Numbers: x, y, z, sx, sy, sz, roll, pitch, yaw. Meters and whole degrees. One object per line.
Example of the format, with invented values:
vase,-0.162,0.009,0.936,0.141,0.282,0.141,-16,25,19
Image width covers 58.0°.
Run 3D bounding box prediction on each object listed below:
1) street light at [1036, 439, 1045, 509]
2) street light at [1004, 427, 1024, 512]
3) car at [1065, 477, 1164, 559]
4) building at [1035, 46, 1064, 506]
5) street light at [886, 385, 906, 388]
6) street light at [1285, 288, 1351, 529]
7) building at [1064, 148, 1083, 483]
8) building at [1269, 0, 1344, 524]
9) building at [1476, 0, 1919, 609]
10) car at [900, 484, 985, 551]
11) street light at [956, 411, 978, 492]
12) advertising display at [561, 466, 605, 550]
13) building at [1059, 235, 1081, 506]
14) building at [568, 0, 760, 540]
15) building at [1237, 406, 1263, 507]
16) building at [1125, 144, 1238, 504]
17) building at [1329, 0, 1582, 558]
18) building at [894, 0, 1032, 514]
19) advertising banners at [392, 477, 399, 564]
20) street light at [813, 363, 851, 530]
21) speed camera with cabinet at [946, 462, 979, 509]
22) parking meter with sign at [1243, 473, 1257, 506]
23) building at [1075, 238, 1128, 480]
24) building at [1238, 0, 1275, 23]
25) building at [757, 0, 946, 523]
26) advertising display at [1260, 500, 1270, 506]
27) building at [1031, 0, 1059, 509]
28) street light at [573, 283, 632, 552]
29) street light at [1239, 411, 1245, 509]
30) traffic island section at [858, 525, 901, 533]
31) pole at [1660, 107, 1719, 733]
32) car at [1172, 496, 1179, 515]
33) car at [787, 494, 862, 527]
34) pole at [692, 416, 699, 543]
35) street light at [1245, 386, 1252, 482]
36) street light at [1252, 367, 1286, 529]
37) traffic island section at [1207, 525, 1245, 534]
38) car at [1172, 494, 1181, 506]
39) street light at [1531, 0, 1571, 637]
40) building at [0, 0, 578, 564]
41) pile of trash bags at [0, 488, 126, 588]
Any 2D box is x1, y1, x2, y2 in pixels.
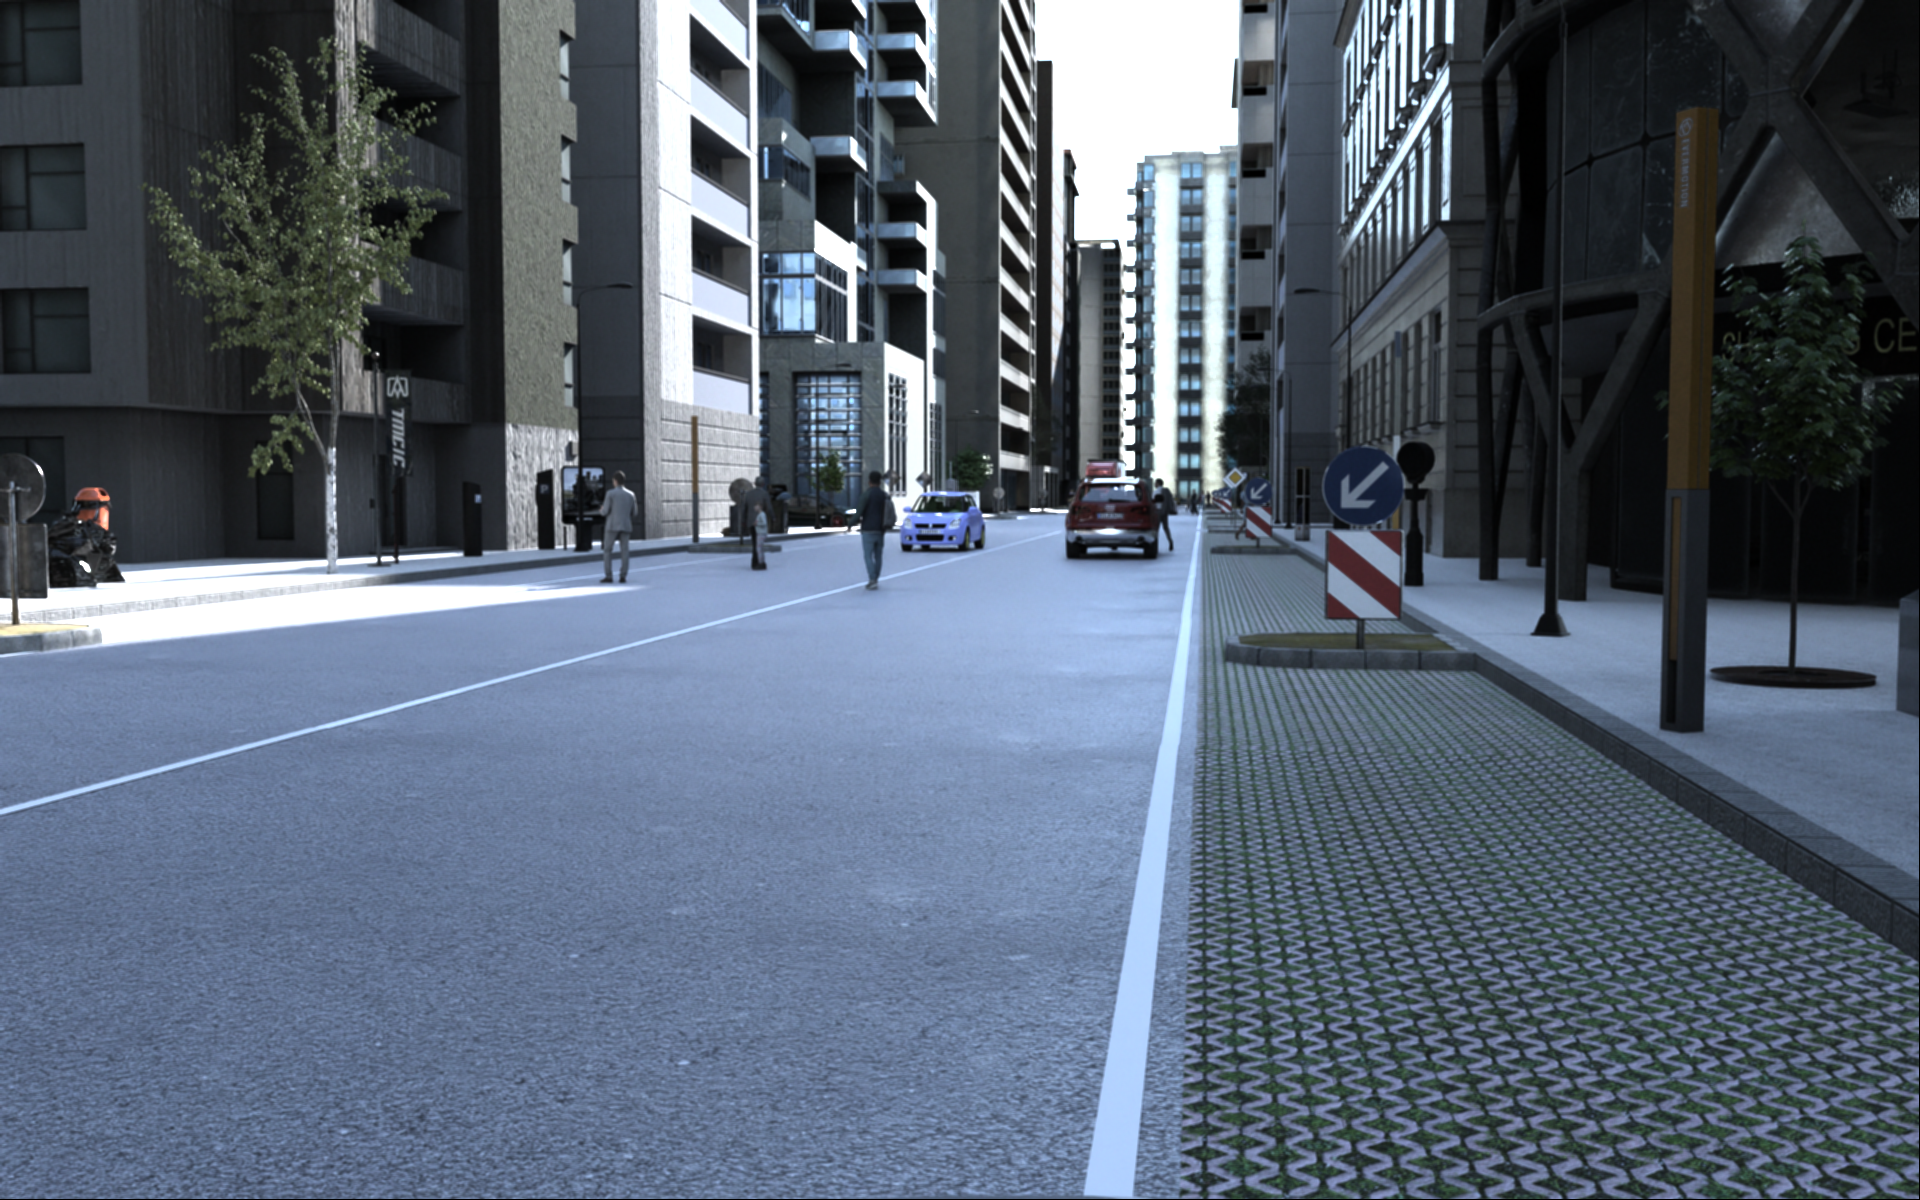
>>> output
street light,7.020,-10.523,144.594,1.470,5.913,1.316,0,4,8
street light,3.730,-9.070,120.832,1.470,5.913,1.316,0,4,8
car,3.565,-1.920,40.058,2.281,1.827,5.304,0,4,7
building,3.119,-32.227,177.025,14.600,45.320,14.200,0,4,8
street light,-2.989,-6.183,73.634,1.470,5.913,1.316,0,4,8
street light,8.212,-4.069,39.076,1.470,5.913,1.316,0,4,8
building,1.508,-34.217,214.079,28.867,44.769,22.147,0,4,8
building,28.669,-32.709,76.796,28.212,58.520,21.231,0,4,8
building,15.648,-9.528,23.233,16.820,18.784,16.811,0,4,8
car,-0.427,-2.133,44.468,1.945,1.707,3.694,1,4,10
street light,0.332,-7.637,97.402,1.470,5.913,1.316,0,4,8
advertising display,-8.645,-2.112,39.753,0.974,1.923,0.123,-1,4,-20
building,5.820,-25.699,191.874,14.160,30.474,14.107,0,4,8
building,-21.521,-31.481,56.708,28.212,58.520,21.231,0,4,8
building,37.748,-33.149,165.686,21.300,48.544,21.600,0,4,8
building,38.366,-37.920,239.599,30.456,49.044,23.786,0,4,8
building,18.876,-13.083,47.183,16.112,22.955,30.059,0,4,8
building,-6.565,-30.523,122.760,21.300,48.544,21.600,0,4,8
advertising banners,-10.444,-2.193,32.037,0.090,3.025,2.074,-1,4,-19
street light,-4.550,-5.454,61.712,1.470,5.913,1.316,0,4,8
speed camera with cabinet,0.136,-6.811,105.692,2.038,3.252,0.660,1,4,18
parking meter with sign,23.955,-8.905,141.856,1.738,3.016,0.543,-2,4,-35
building,11.628,-33.998,247.747,23.993,40.220,32.217,0,4,8
building,33.632,-32.724,124.271,28.713,52.752,27.495,0,4,8
building,-12.096,-47.409,87.803,22.319,86.520,31.000,0,4,8
advertising display,16.851,-5.551,95.972,0.974,1.923,0.123,-2,4,-35
building,-1.400,-44.102,159.325,20.563,71.187,20.611,0,4,8
street light,-7.886,-4.020,38.274,1.470,5.913,1.316,0,4,8
street light,16.350,-7.635,97.377,1.470,5.913,1.316,0,4,8
traffic island section,-2.646,-2.658,65.746,2.009,0.180,2.903,0,4,8
pole,3.915,-0.945,9.296,0.158,3.312,0.155,0,3,0
car,14.158,-6.619,120.584,2.083,1.381,4.827,1,4,10
car,-5.983,-3.671,69.810,4.222,1.686,2.009,0,4,7
pole,-6.936,-3.152,45.384,0.158,3.312,0.155,0,3,0
street light,13.037,-6.201,73.935,1.470,5.913,1.316,0,4,8
street light,11.555,-5.569,63.592,1.470,5.913,1.316,0,4,8
traffic island section,10.170,-2.548,63.949,2.009,0.180,2.903,0,4,8
car,26.655,-12.617,216.516,2.015,1.641,3.980,1,4,8
street light,4.833,-2.636,15.644,1.470,5.913,1.316,0,4,8
building,-17.495,-16.239,37.212,14.160,30.474,14.107,0,4,8
pile of trash bags,-13.032,-0.932,24.999,1.912,1.369,3.447,-1,4,-8
